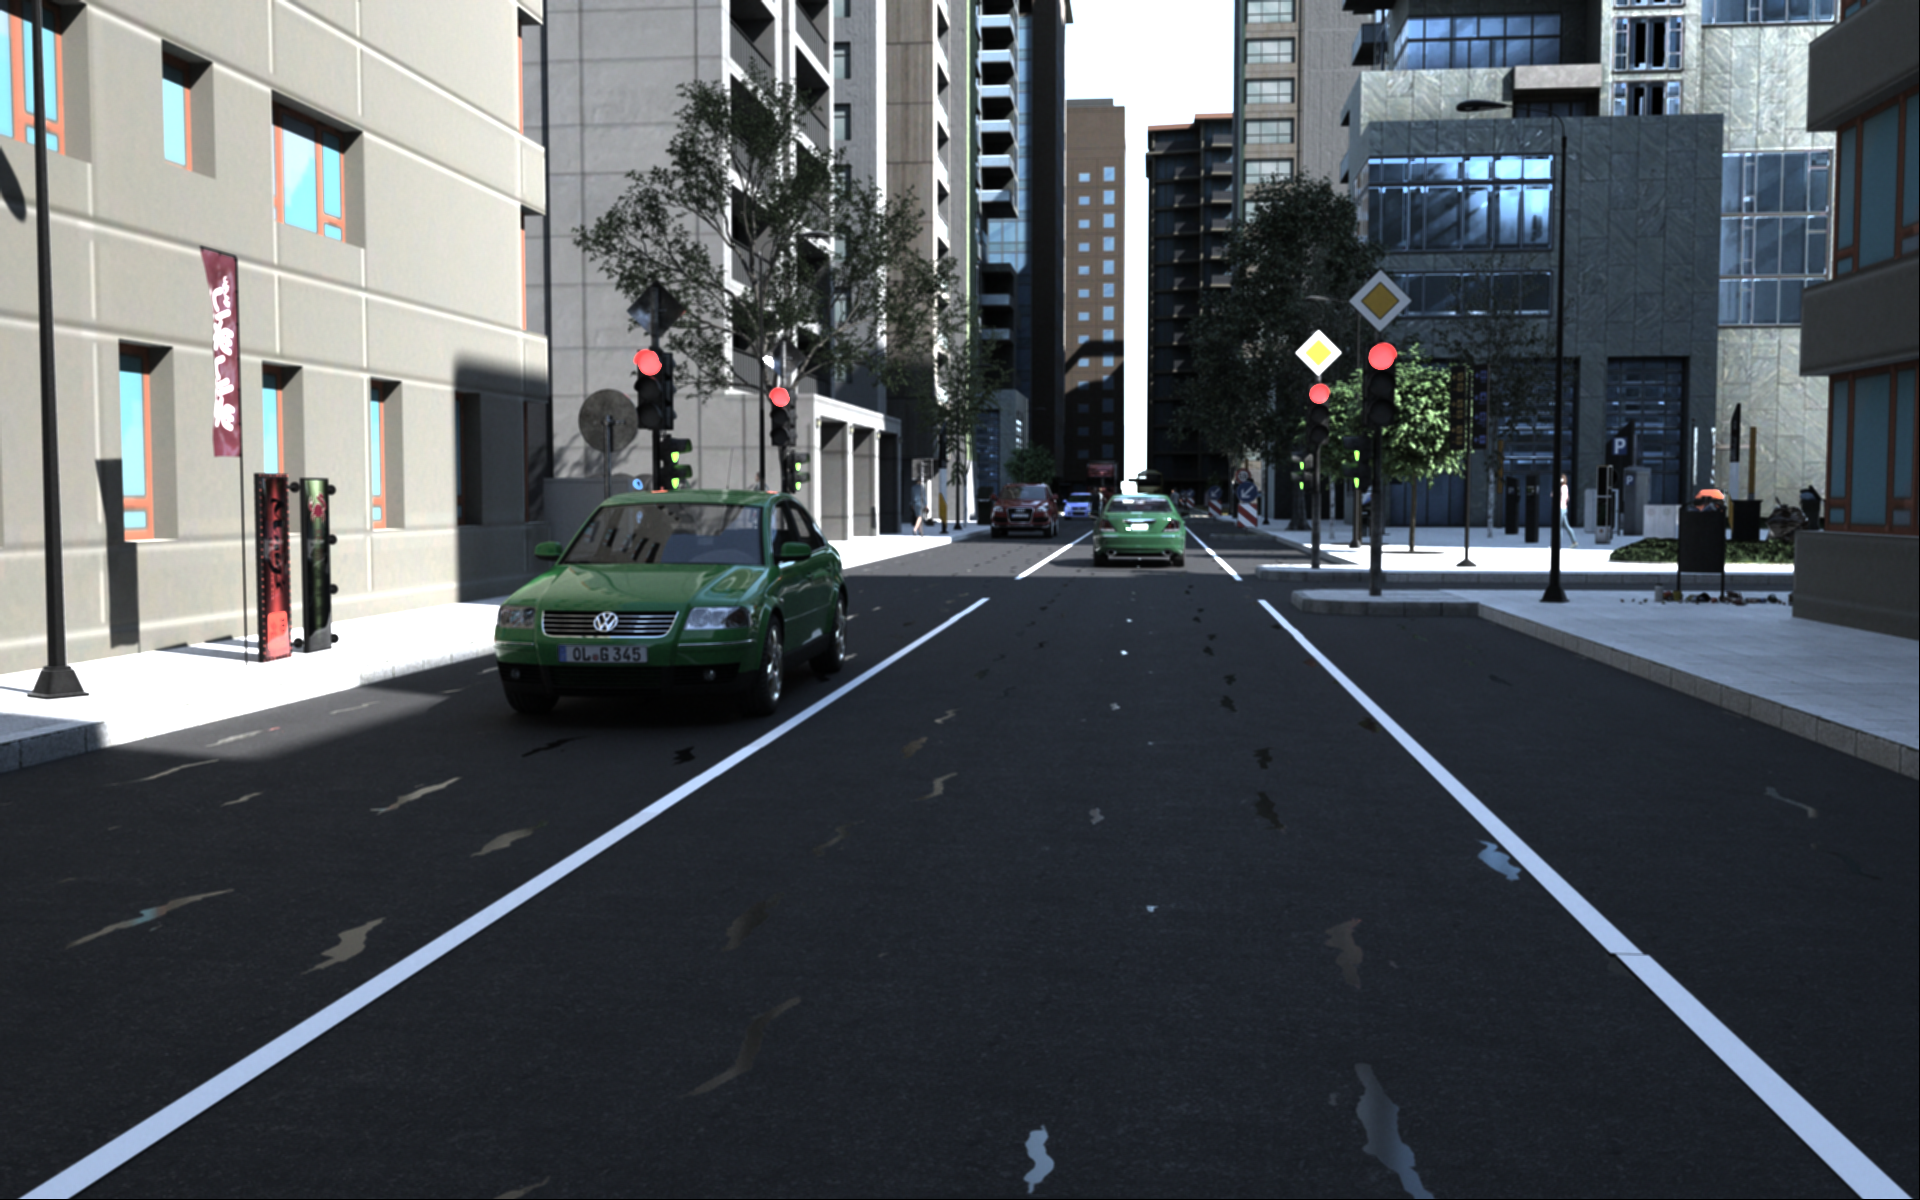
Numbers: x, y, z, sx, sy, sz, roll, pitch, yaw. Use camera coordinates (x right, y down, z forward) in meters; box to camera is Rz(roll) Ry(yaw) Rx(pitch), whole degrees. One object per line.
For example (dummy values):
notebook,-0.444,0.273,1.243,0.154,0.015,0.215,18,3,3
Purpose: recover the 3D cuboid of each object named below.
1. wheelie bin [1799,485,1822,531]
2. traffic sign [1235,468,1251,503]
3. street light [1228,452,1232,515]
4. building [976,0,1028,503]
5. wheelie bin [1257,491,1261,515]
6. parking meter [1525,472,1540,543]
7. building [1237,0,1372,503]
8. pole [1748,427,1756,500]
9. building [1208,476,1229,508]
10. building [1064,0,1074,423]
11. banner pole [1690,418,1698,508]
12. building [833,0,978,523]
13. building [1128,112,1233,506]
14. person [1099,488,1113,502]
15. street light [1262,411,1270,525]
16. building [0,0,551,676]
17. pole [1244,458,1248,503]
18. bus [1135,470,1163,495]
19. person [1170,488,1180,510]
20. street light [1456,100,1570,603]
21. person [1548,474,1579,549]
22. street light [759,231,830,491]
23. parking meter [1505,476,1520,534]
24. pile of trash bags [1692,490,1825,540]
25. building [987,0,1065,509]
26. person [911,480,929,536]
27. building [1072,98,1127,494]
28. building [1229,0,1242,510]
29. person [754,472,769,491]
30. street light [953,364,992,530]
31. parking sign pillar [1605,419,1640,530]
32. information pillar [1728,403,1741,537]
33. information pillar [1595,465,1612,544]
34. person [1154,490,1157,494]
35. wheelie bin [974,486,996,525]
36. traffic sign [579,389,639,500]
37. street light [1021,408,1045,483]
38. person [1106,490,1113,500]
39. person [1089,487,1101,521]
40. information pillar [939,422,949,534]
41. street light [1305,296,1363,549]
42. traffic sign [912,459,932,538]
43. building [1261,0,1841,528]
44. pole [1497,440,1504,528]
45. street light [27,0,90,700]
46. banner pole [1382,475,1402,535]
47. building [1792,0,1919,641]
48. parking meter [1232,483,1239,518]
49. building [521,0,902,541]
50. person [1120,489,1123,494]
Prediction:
wheelie bin,29.211,-3.158,59.535,0.693,1.594,0.980,1,4,20
traffic sign,13.945,-5.211,85.303,0.768,2.556,0.104,1,4,15
street light,15.761,-8.056,104.255,1.470,5.913,1.316,0,4,6
building,-5.983,-49.426,120.779,22.319,86.520,31.000,0,4,6
wheelie bin,18.140,-5.871,103.904,0.693,1.594,0.980,1,4,18
parking meter,15.089,-2.443,45.659,0.255,1.863,0.399,3,4,37
building,25.889,-26.496,116.809,14.154,41.232,14.086,0,4,6
pole,24.063,-3.596,52.640,0.158,3.312,0.155,0,3,0
building,40.170,-28.900,164.391,32.217,40.220,23.993,0,4,6
building,-3.454,-35.350,167.219,27.495,52.752,28.713,0,4,6
banner pole,24.158,-4.098,57.022,0.401,3.779,0.863,2,4,35
building,-6.844,-24.194,79.165,14.154,41.232,14.086,0,4,6
building,33.929,-33.237,198.045,28.867,44.769,22.147,0,4,6
person,9.492,-6.239,110.442,1.348,1.831,0.705,-2,4,-27
street light,12.364,-6.138,72.901,1.470,5.913,1.316,0,4,6
building,-21.414,-10.130,10.668,28.899,21.520,27.650,0,4,6
pole,16.371,-6.432,99.012,0.158,3.312,0.155,0,3,0
bus,19.118,-11.209,174.816,2.896,3.916,12.252,0,4,6
person,12.761,-5.784,103.261,0.606,1.804,0.583,-2,4,-23
street light,6.548,-2.935,20.525,1.470,5.913,1.316,0,4,6
person,14.030,-2.054,40.220,0.643,1.750,0.593,2,4,28
street light,-2.992,-3.561,30.771,1.470,5.913,1.316,0,4,6
parking meter,17.636,-3.031,55.260,0.399,1.863,0.255,3,4,38
pile of trash bags,16.933,-1.592,35.775,3.447,1.369,1.912,3,4,38
building,1.460,-30.244,144.598,14.600,45.320,14.200,0,4,6
person,-1.281,-2.848,52.623,0.654,1.822,0.581,-3,5,-44
building,11.610,-33.412,196.388,14.200,45.320,14.600,0,4,6
building,32.229,-36.416,137.408,21.231,58.520,28.212,0,4,6
person,-4.722,-2.119,40.788,0.767,1.812,0.694,1,4,11
street light,0.455,-5.477,62.088,1.470,5.913,1.316,0,4,6
parking sign pillar,24.160,-4.570,63.196,1.447,3.967,1.447,-1,4,-22
information pillar,20.053,-3.272,44.845,0.183,3.616,0.504,0,4,7
information pillar,16.572,-2.452,44.577,0.304,2.012,0.304,3,5,39
person,15.056,-7.618,133.730,1.217,1.739,0.721,1,4,21
wheelie bin,1.070,-3.919,71.983,0.980,1.594,0.693,1,4,19
traffic sign,-4.277,-1.281,21.047,0.768,2.556,0.104,1,4,11
street light,3.908,-7.410,93.698,1.470,5.913,1.316,0,4,6
person,11.497,-7.574,133.151,0.721,1.723,1.217,-1,4,-16
person,6.656,-4.683,85.484,0.576,1.772,0.534,0,4,-3
information pillar,-0.547,-3.951,55.951,0.183,3.616,0.504,1,4,21
street light,8.788,-4.173,40.764,1.470,5.913,1.316,0,4,6
traffic sign,-1.109,-2.960,50.524,0.606,2.300,0.079,1,4,12
building,26.458,-46.865,78.909,22.319,86.520,31.000,0,4,6
pole,20.308,-4.359,65.116,0.158,3.312,0.155,0,3,0
street light,-5.179,-2.336,10.734,1.470,5.913,1.316,0,4,6
banner pole,13.538,-3.936,54.377,0.863,3.779,0.401,-1,4,-14
building,20.880,-9.578,1.640,27.650,21.520,28.899,0,4,6
parking meter,14.629,-5.270,91.872,0.255,1.863,0.399,-1,4,-15
building,-12.563,-37.506,51.480,20.563,71.187,20.611,0,4,6
person,12.768,-7.880,137.322,0.705,1.826,1.348,0,4,-6
